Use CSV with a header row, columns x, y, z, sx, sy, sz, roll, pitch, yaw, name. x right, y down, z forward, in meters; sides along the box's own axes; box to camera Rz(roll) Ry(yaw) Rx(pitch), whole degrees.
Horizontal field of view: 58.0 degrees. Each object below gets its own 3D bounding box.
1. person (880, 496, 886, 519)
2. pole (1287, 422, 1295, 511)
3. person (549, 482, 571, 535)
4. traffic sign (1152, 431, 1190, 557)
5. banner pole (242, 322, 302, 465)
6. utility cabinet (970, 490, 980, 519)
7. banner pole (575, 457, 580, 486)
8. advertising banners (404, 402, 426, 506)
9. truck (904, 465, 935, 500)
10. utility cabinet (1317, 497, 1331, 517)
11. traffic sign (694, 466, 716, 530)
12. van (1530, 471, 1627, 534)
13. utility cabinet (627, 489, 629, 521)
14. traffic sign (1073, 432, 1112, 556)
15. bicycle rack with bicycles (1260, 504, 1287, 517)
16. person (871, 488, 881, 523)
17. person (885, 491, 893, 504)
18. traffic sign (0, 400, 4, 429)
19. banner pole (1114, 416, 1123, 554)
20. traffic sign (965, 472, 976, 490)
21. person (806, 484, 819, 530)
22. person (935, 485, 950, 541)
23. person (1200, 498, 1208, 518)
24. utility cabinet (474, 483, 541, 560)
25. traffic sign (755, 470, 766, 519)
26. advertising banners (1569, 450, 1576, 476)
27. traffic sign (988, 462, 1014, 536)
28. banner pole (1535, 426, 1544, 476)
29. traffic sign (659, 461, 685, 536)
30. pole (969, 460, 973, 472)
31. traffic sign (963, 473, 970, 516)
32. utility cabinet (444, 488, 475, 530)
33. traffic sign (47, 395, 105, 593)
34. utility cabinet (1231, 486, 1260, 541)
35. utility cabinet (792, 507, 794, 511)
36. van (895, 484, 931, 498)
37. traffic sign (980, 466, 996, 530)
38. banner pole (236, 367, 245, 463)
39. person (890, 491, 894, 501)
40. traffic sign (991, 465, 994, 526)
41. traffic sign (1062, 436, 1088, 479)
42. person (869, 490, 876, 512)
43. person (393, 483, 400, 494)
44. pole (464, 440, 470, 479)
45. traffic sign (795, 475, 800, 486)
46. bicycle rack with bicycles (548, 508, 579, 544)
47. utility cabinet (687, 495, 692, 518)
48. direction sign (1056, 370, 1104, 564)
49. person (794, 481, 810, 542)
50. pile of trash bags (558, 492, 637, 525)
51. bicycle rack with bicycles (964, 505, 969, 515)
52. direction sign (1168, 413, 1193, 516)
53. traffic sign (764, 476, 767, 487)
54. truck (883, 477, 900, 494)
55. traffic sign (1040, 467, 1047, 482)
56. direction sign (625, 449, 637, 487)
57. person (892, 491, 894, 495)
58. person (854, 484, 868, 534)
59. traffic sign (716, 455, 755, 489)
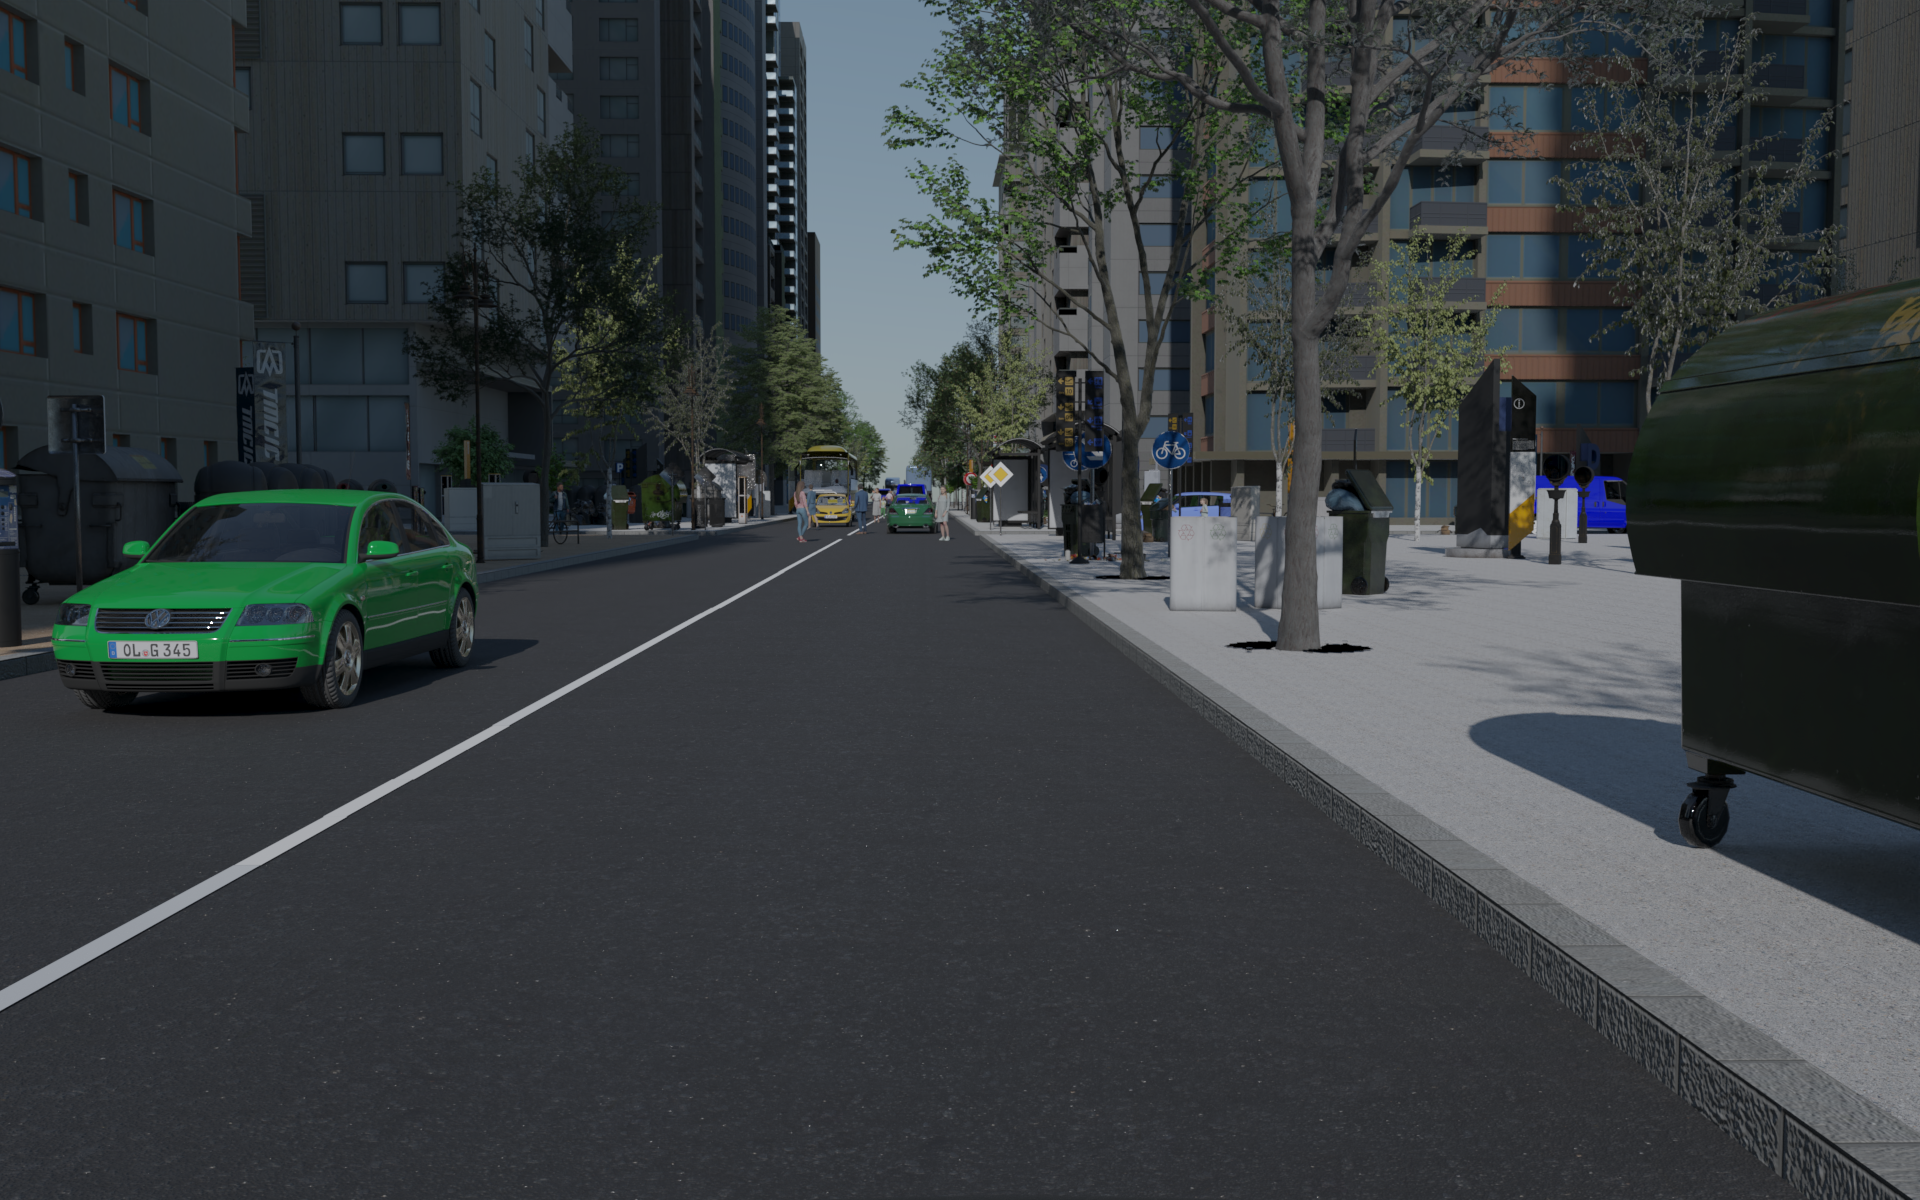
x,y,z,sx,sy,sz,roll,pitch,yaw,name
-4.512,-5.426,101.464,0.306,1.304,0.590,-1,4,-18,person
9.200,-3.317,48.069,0.158,3.312,0.155,0,3,0,pole
-13.259,-3.002,57.570,0.794,1.824,0.713,-1,4,-15,person
4.254,-2.136,35.036,0.768,2.556,0.104,0,4,4,traffic sign
-9.821,-2.147,25.125,0.863,3.779,0.401,-3,5,-41,banner pole
0.895,-4.879,88.453,0.318,1.500,1.173,-2,4,-28,utility cabinet
-23.420,-7.098,106.065,0.401,3.779,0.863,1,4,10,banner pole
-10.684,-2.310,33.952,0.090,3.025,2.074,0,4,-8,advertising banners
-3.870,-10.203,156.583,2.967,4.110,18.799,0,3,0,truck
22.705,-5.974,108.839,1.020,1.237,0.306,0,4,5,utility cabinet
-9.009,-3.523,61.237,0.795,2.450,0.064,0,4,-1,traffic sign
20.548,-3.265,57.761,5.245,2.365,2.240,0,4,-2,van
-16.149,-4.444,81.338,1.173,1.500,0.318,-1,4,-22,utility cabinet
2.653,-2.120,34.761,0.768,2.556,0.104,0,4,4,traffic sign
11.884,-2.971,61.963,2.852,0.926,2.925,0,4,-4,bicycle rack with bicycles
-4.217,-4.763,86.952,0.480,1.755,0.524,1,4,10,person
-6.051,-8.568,149.526,0.756,1.711,0.436,3,5,41,person
-10.943,-1.164,19.133,0.768,2.556,0.104,0,4,0,traffic sign
3.522,-2.870,36.943,0.401,3.779,0.863,0,4,-4,banner pole
0.651,-6.176,101.076,0.768,2.556,0.104,0,4,3,traffic sign
-5.857,-3.673,68.574,0.581,1.822,0.654,-3,4,-39,person
-0.512,-2.693,53.527,0.512,1.701,0.522,2,4,26,person
7.942,-2.675,56.510,0.394,1.301,0.425,-2,4,-29,person
-8.755,-1.527,33.641,1.173,1.500,0.318,-3,5,-40,utility cabinet
-10.502,-5.530,90.519,0.768,2.556,0.104,0,4,4,traffic sign
23.960,-4.445,68.858,2.074,3.025,0.090,-3,5,-41,advertising banners
1.254,-3.046,53.448,0.795,2.450,0.064,0,4,-1,traffic sign
21.171,-4.514,63.817,0.863,3.779,0.401,3,4,36,banner pole
-8.839,-3.034,53.254,0.795,2.450,0.064,0,4,-1,traffic sign
0.669,-6.685,103.143,0.158,3.312,0.155,0,3,0,pole
0.586,-6.244,102.198,0.768,2.556,0.104,0,4,0,traffic sign
-17.463,-3.173,60.563,0.318,1.500,1.173,3,4,37,utility cabinet
-9.153,-0.968,17.961,0.606,2.300,0.079,0,4,3,traffic sign
7.817,-2.378,47.554,0.318,1.500,1.173,-1,4,-18,utility cabinet
-12.131,-7.350,128.858,0.318,1.500,1.173,1,4,23,utility cabinet
-2.924,-6.246,106.502,2.240,2.365,5.245,0,4,0,van
1.083,-3.534,61.431,0.795,2.450,0.064,0,4,-1,traffic sign
-12.213,-2.447,30.024,0.863,3.779,0.401,1,4,22,banner pole
-7.438,-10.771,185.161,0.990,1.755,0.434,-2,4,-30,person
1.362,-4.288,70.120,0.884,2.594,0.081,0,4,6,traffic sign
2.611,-2.315,37.957,0.768,2.556,0.104,0,4,-1,traffic sign
-6.981,-7.956,139.030,0.568,1.767,0.683,0,4,-1,person
-17.994,-2.835,55.034,0.511,1.800,0.466,-1,4,-16,person
-18.758,-4.412,65.978,0.158,3.312,0.155,0,3,0,pole
-10.596,-6.937,113.521,0.768,2.556,0.104,0,4,7,traffic sign
-11.048,-1.859,43.777,2.852,0.926,2.925,1,4,14,bicycle rack with bicycles
-14.091,-4.981,92.607,1.020,1.237,0.306,-1,4,-18,utility cabinet
2.201,-2.437,31.837,0.876,3.537,0.379,0,4,-3,direction sign
-4.698,-2.639,51.651,0.555,1.821,0.388,2,4,35,person
-15.022,-3.809,72.036,3.447,1.369,1.912,-3,5,-40,pile of trash bags
1.718,-5.727,107.025,2.925,0.926,2.852,0,4,-4,bicycle rack with bicycles
6.162,-3.454,48.474,0.379,3.537,0.876,-3,5,-44,direction sign
-10.997,-5.743,96.023,0.606,2.300,0.079,0,4,4,traffic sign
-10.794,-18.114,285.929,2.967,4.110,18.799,0,4,0,truck
3.592,-4.850,79.396,0.768,2.556,0.104,0,4,1,traffic sign
-16.396,-5.776,86.440,0.876,3.537,0.379,3,5,42,direction sign
-7.239,-11.006,189.185,0.721,1.736,1.217,0,4,-4,person
-3.502,-3.240,61.656,0.419,1.800,0.721,3,5,40,person
-11.657,-5.823,89.080,2.265,3.308,0.079,0,4,0,traffic sign
